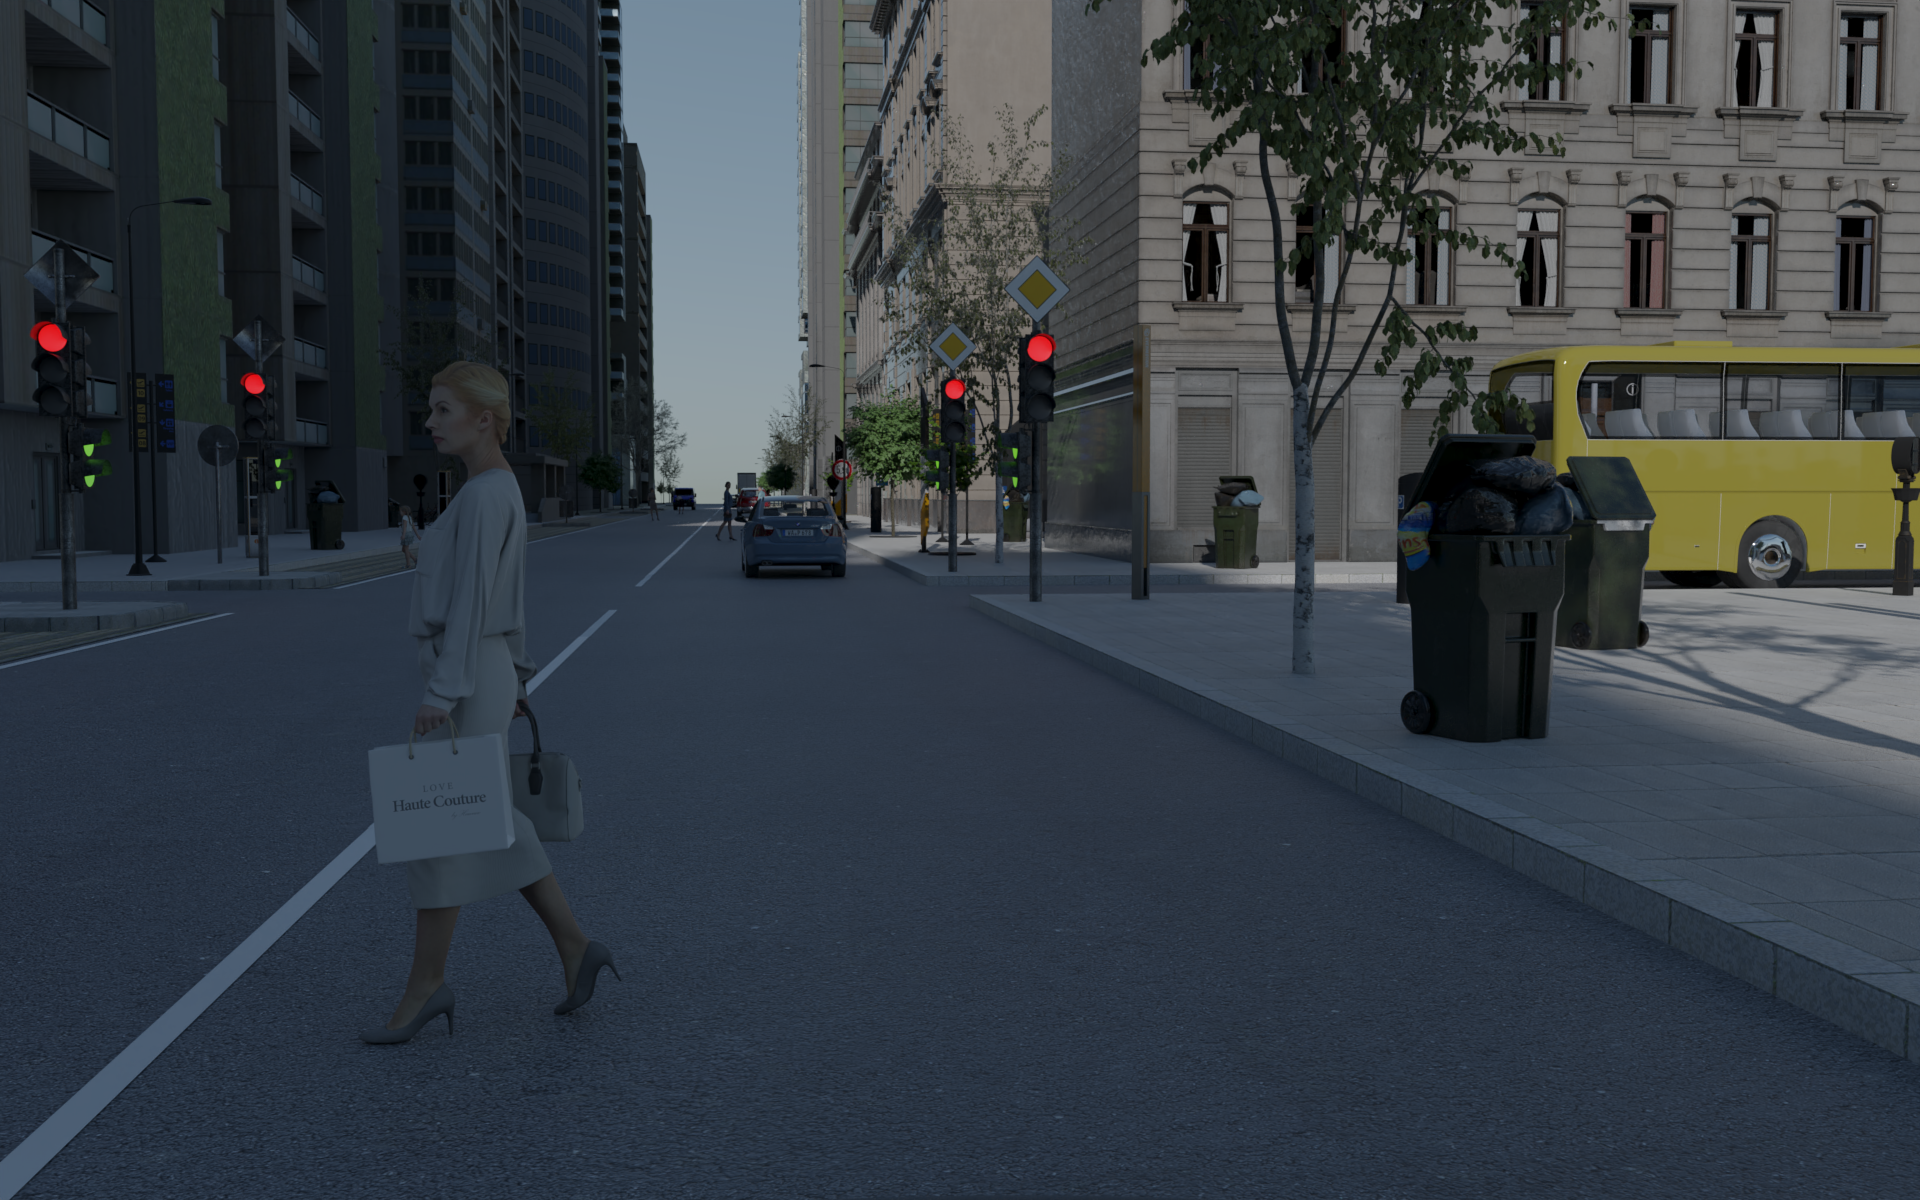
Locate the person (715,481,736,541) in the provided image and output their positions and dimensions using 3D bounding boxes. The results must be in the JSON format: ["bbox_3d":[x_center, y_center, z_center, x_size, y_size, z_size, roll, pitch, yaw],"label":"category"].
[{"bbox_3d":[-7.206,-2.744,53.389,0.654,1.822,0.581,1,4,14],"label":"person"}]

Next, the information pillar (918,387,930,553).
[{"bbox_3d":[-0.770,-2.838,37.756,0.183,3.616,0.504,-1,4,-14],"label":"information pillar"}]

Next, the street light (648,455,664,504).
[{"bbox_3d":[-32.857,-13.050,185.904,1.470,5.913,1.316,0,4,-7],"label":"street light"}]

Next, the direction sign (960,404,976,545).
[{"bbox_3d":[0.177,-3.148,43.473,0.379,3.537,0.876,2,4,27],"label":"direction sign"}]

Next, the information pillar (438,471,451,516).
[{"bbox_3d":[-16.385,-3.093,55.063,0.304,2.012,0.304,0,4,5],"label":"information pillar"}]

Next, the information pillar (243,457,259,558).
[{"bbox_3d":[-14.167,-1.851,34.753,0.304,2.012,0.304,-3,4,-36],"label":"information pillar"}]

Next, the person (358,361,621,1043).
[{"bbox_3d":[-1.248,0.261,4.587,0.624,1.780,0.694,0,4,3],"label":"person"}]

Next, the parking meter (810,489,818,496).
[{"bbox_3d":[-7.267,-4.751,86.092,0.372,1.533,0.369,0,3,0],"label":"parking meter"}]

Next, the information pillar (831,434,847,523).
[{"bbox_3d":[-4.673,-4.671,67.728,0.504,3.616,0.183,-1,4,-16],"label":"information pillar"}]

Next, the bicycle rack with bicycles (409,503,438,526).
[{"bbox_3d":[-21.069,-3.484,70.353,2.925,0.926,2.852,-2,4,-24],"label":"bicycle rack with bicycles"}]

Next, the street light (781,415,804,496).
[{"bbox_3d":[-9.843,-7.940,102.360,1.470,5.913,1.316,0,4,-7],"label":"street light"}]

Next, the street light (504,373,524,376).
[{"bbox_3d":[-17.383,-5.744,66.448,1.470,5.913,1.316,0,4,-7],"label":"street light"}]

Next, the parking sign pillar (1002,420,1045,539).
[{"bbox_3d":[1.773,-3.794,50.499,1.447,3.967,1.447,-3,4,-36],"label":"parking sign pillar"}]

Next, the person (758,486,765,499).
[{"bbox_3d":[-10.531,-5.118,92.036,0.748,1.841,0.638,3,5,41],"label":"person"}]

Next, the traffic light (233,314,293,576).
[{"bbox_3d":[-10.909,-2.334,27.075,0.839,4.253,0.868,0,4,-7],"label":"traffic light"}]

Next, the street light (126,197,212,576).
[{"bbox_3d":[-12.390,-3.341,27.162,1.470,5.913,1.316,0,4,-7],"label":"street light"}]

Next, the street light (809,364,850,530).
[{"bbox_3d":[-4.686,-5.473,62.032,1.470,5.913,1.316,0,4,-7],"label":"street light"}]

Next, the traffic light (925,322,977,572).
[{"bbox_3d":[-0.139,-2.419,28.477,0.839,4.253,0.868,0,4,-7],"label":"traffic light"}]

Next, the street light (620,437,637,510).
[{"bbox_3d":[-27.189,-10.364,141.990,1.470,5.913,1.316,0,4,-7],"label":"street light"}]

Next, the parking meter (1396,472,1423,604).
[{"bbox_3d":[5.319,-0.728,20.310,0.372,1.533,0.369,0,3,0],"label":"parking meter"}]

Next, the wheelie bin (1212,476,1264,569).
[{"bbox_3d":[4.771,-1.340,29.816,0.980,1.594,0.693,3,4,36],"label":"wheelie bin"}]

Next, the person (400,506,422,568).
[{"bbox_3d":[-10.555,-1.203,33.186,0.382,1.210,0.505,0,4,-2],"label":"person"}]

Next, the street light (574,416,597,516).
[{"bbox_3d":[-22.182,-7.961,102.706,1.470,5.913,1.316,0,4,-7],"label":"street light"}]

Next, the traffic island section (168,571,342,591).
[{"bbox_3d":[-10.950,-0.301,27.205,2.009,0.180,2.903,0,4,-7],"label":"traffic island section"}]

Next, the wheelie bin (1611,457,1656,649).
[{"bbox_3d":[5.296,-0.402,14.480,0.980,1.594,0.693,-1,4,-21],"label":"wheelie bin"}]

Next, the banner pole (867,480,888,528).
[{"bbox_3d":[-3.074,-4.570,64.742,0.863,3.779,0.401,0,4,3],"label":"banner pole"}]

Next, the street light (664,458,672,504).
[{"bbox_3d":[-38.089,-15.482,225.664,1.470,5.913,1.316,0,4,-7],"label":"street light"}]

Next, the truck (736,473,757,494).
[{"bbox_3d":[-28.468,-14.808,231.017,2.839,4.237,11.283,0,4,-7],"label":"truck"}]

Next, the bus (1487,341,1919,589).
[{"bbox_3d":[14.358,-2.129,26.359,12.252,3.916,2.896,0,4,-6],"label":"bus"}]

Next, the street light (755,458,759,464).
[{"bbox_3d":[-25.269,-15.264,222.107,1.470,5.913,1.316,0,4,-7],"label":"street light"}]

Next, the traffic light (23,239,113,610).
[{"bbox_3d":[-9.887,-1.849,19.156,0.839,4.253,0.868,0,4,-7],"label":"traffic light"}]

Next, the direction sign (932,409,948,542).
[{"bbox_3d":[-0.468,-3.304,46.012,0.379,3.537,0.876,-3,4,-36],"label":"direction sign"}]

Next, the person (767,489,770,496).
[{"bbox_3d":[-13.768,-7.125,124.936,0.705,1.831,1.348,0,4,-1],"label":"person"}]

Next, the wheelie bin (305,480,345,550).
[{"bbox_3d":[-14.604,-1.954,39.861,0.980,1.594,0.693,2,4,33],"label":"wheelie bin"}]

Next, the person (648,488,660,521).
[{"bbox_3d":[-16.563,-5.188,93.658,0.599,1.781,0.374,1,4,15],"label":"person"}]

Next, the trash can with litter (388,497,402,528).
[{"bbox_3d":[-21.445,-3.342,66.034,1.055,1.170,0.624,-3,5,-39],"label":"trash can with litter"}]

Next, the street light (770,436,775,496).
[{"bbox_3d":[-14.541,-10.165,138.733,1.470,5.913,1.316,0,4,-7],"label":"street light"}]

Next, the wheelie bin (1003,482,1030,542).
[{"bbox_3d":[1.490,-2.356,46.431,0.693,1.594,0.980,1,4,20],"label":"wheelie bin"}]

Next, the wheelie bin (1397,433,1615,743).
[{"bbox_3d":[2.812,-0.078,9.189,0.980,1.594,0.693,-2,4,-25],"label":"wheelie bin"}]

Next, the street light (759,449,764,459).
[{"bbox_3d":[-19.764,-12.622,178.911,1.470,5.913,1.316,0,4,-7],"label":"street light"}]

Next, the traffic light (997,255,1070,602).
[{"bbox_3d":[0.883,-1.935,20.557,0.839,4.253,0.868,0,4,-7],"label":"traffic light"}]

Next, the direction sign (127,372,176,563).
[{"bbox_3d":[-15.152,-2.479,32.531,0.379,3.537,0.876,3,4,38],"label":"direction sign"}]

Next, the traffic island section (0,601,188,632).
[{"bbox_3d":[-9.928,0.183,19.285,2.009,0.180,2.903,0,4,-7],"label":"traffic island section"}]

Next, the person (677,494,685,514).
[{"bbox_3d":[-20.005,-6.859,123.835,0.799,1.438,0.628,1,4,19],"label":"person"}]

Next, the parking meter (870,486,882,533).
[{"bbox_3d":[-2.805,-3.023,57.841,0.372,1.533,0.369,0,3,0],"label":"parking meter"}]
